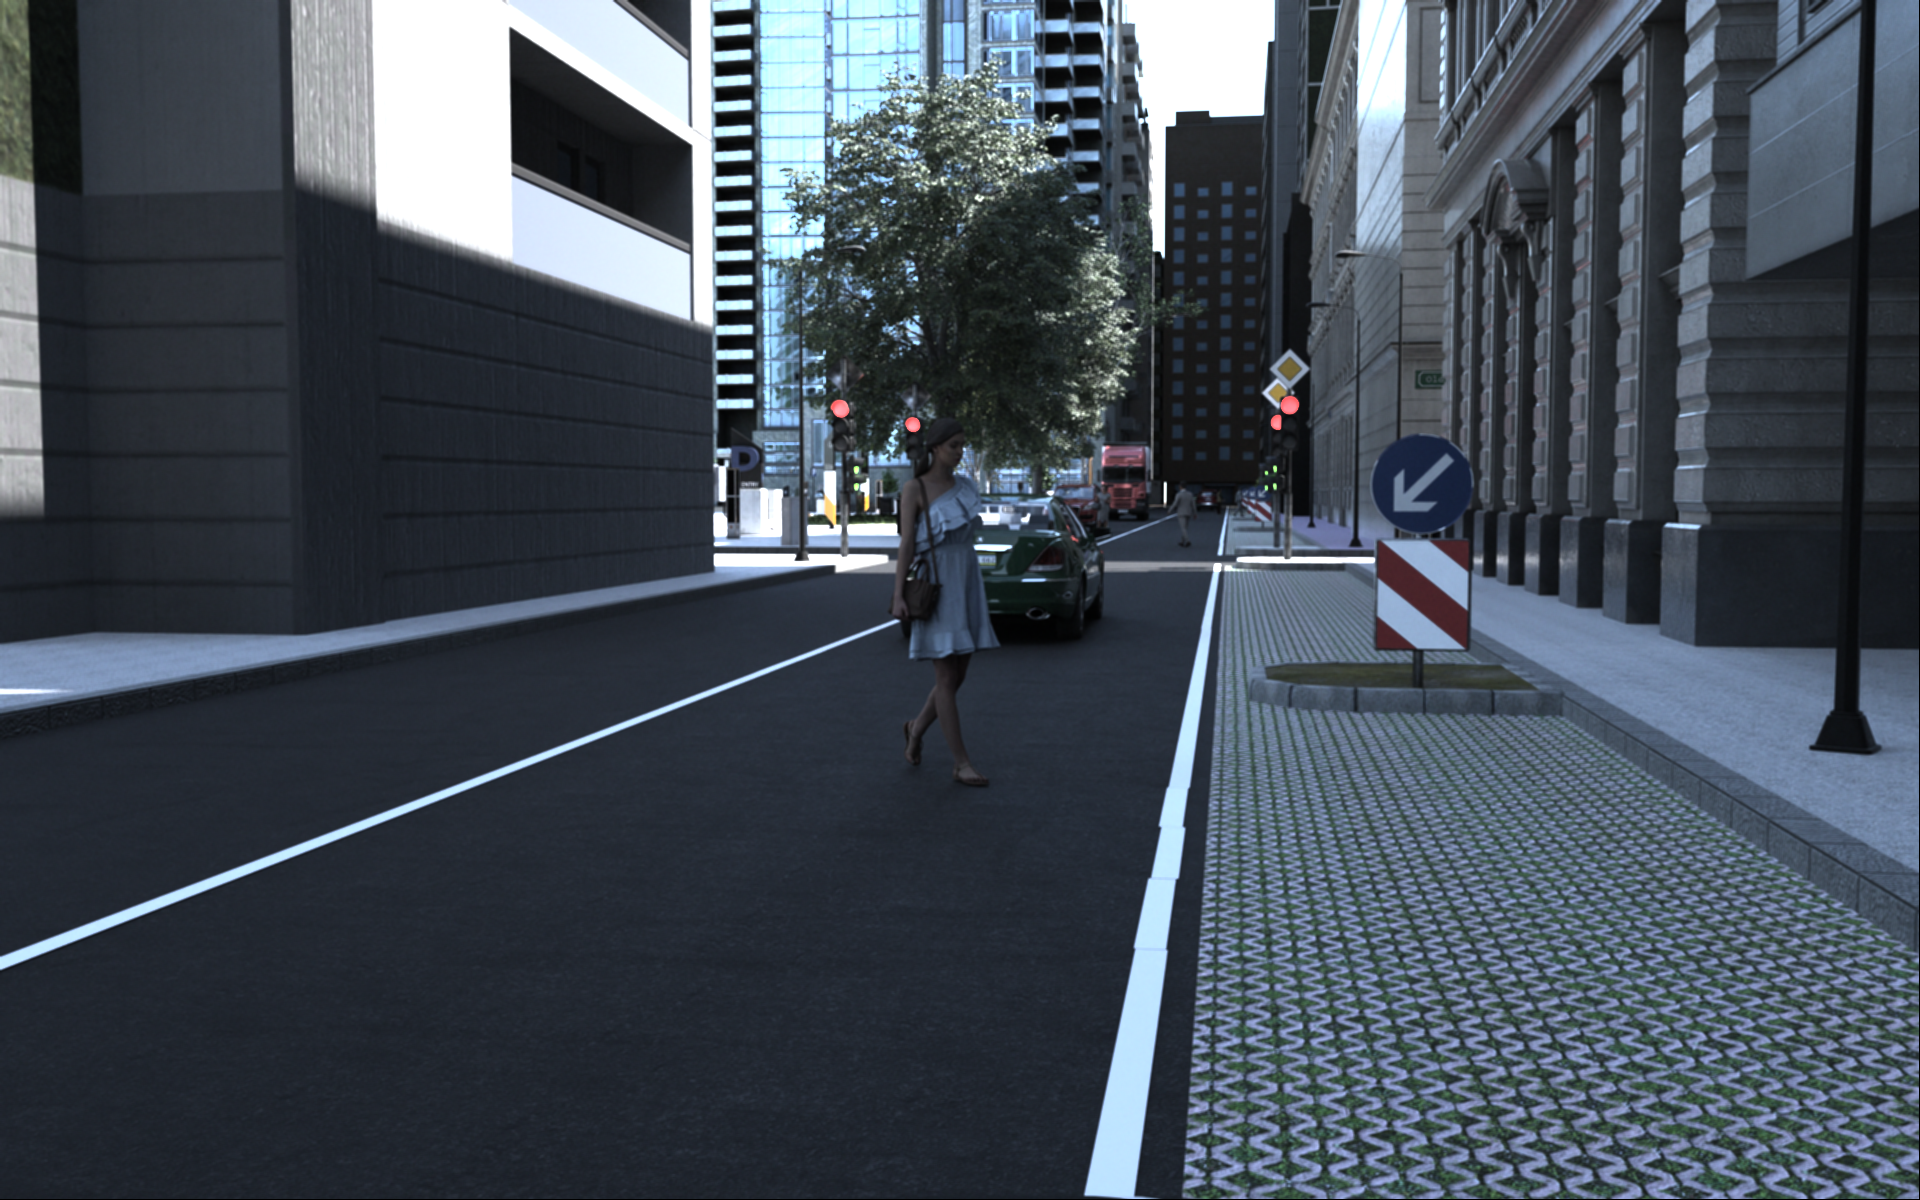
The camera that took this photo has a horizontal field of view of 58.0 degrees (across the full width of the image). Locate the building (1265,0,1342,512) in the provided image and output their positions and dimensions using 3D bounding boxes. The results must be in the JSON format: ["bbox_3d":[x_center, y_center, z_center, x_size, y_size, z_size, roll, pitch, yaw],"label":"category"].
[{"bbox_3d":[33.530,-42.190,128.057,20.563,71.187,20.611,1,4,9],"label":"building"}]

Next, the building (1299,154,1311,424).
[{"bbox_3d":[23.570,-15.431,88.455,11.583,22.565,21.152,1,4,9],"label":"building"}]

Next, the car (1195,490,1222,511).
[{"bbox_3d":[21.100,-8.468,147.117,2.281,1.827,5.304,1,4,8],"label":"car"}]

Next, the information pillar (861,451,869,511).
[{"bbox_3d":[-5.038,-6.111,91.270,0.504,3.616,0.183,-3,5,-41],"label":"information pillar"}]

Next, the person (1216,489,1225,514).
[{"bbox_3d":[18.437,-6.993,122.931,0.705,1.812,1.348,-1,4,-13],"label":"person"}]

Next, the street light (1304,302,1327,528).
[{"bbox_3d":[9.080,-4.248,41.994,1.470,5.913,1.316,1,4,9],"label":"street light"}]

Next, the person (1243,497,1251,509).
[{"bbox_3d":[24.374,-8.549,148.285,1.348,1.824,0.705,-3,4,-39],"label":"person"}]

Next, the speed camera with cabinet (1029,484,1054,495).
[{"bbox_3d":[4.880,-6.517,100.892,0.660,3.252,2.038,3,5,44],"label":"speed camera with cabinet"}]

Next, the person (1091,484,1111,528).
[{"bbox_3d":[4.857,-3.123,59.912,0.716,1.782,0.532,1,4,20],"label":"person"}]

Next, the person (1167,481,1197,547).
[{"bbox_3d":[6.097,-2.349,47.176,0.678,1.792,0.850,-2,4,-25],"label":"person"}]

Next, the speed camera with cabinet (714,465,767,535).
[{"bbox_3d":[-7.099,-3.663,54.233,2.038,3.252,0.660,1,4,12],"label":"speed camera with cabinet"}]

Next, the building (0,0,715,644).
[{"bbox_3d":[-18.572,-29.511,24.511,28.212,58.520,21.231,1,4,9],"label":"building"}]

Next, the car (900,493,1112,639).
[{"bbox_3d":[0.533,-0.420,18.659,2.131,1.459,4.920,1,4,9],"label":"car"}]

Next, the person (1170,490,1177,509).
[{"bbox_3d":[20.423,-9.512,164.037,1.348,1.821,0.705,2,4,33],"label":"person"}]

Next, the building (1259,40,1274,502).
[{"bbox_3d":[41.849,-33.860,177.316,21.300,48.544,21.600,1,4,9],"label":"building"}]

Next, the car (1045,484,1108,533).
[{"bbox_3d":[4.355,-3.428,64.717,2.281,1.827,5.304,1,4,11],"label":"car"}]

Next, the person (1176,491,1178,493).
[{"bbox_3d":[21.246,-9.875,170.671,0.721,1.736,1.217,1,4,8],"label":"person"}]

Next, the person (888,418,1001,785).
[{"bbox_3d":[-0.124,-0.008,8.720,0.616,1.811,0.778,-2,4,-35],"label":"person"}]

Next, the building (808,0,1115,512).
[{"bbox_3d":[1.210,-50.137,132.416,22.319,86.520,31.000,1,4,9],"label":"building"}]

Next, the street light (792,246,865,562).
[{"bbox_3d":[-2.465,-3.676,32.638,1.470,5.913,1.316,1,4,9],"label":"street light"}]

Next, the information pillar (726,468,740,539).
[{"bbox_3d":[-6.518,-2.768,49.744,0.304,2.012,0.304,1,4,16],"label":"information pillar"}]

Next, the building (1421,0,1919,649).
[{"bbox_3d":[12.330,-11.826,22.230,11.050,23.489,19.941,1,4,9],"label":"building"}]

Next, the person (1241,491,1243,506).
[{"bbox_3d":[26.945,-9.531,165.051,1.217,1.743,0.721,3,4,38],"label":"person"}]

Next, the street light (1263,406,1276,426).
[{"bbox_3d":[16.878,-7.262,91.279,1.470,5.913,1.316,1,4,9],"label":"street light"}]

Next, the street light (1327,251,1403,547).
[{"bbox_3d":[7.862,-3.709,33.182,1.470,5.913,1.316,1,4,9],"label":"street light"}]

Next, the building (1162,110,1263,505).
[{"bbox_3d":[31.459,-33.927,204.819,14.200,45.320,14.600,1,4,9],"label":"building"}]

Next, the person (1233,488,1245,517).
[{"bbox_3d":[17.500,-6.108,108.474,0.850,1.850,0.679,-1,4,-10],"label":"person"}]

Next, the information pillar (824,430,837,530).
[{"bbox_3d":[-4.709,-4.367,62.750,0.504,3.616,0.183,3,5,39],"label":"information pillar"}]

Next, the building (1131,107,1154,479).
[{"bbox_3d":[13.679,-30.733,186.080,14.086,41.232,14.154,1,4,9],"label":"building"}]

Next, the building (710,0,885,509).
[{"bbox_3d":[-23.380,-53.413,185.967,31.000,86.520,22.319,1,4,9],"label":"building"}]

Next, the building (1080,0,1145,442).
[{"bbox_3d":[5.821,-33.289,163.883,23.786,49.044,30.456,1,4,9],"label":"building"}]

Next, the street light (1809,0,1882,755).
[{"bbox_3d":[3.914,-2.206,8.610,1.470,5.913,1.316,1,4,9],"label":"street light"}]

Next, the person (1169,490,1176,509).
[{"bbox_3d":[20.737,-9.762,168.113,0.705,1.822,1.348,2,4,35],"label":"person"}]

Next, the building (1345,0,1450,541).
[{"bbox_3d":[32.811,-16.419,44.862,44.131,29.872,17.030,1,4,9],"label":"building"}]

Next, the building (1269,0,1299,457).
[{"bbox_3d":[38.123,-37.335,152.431,21.231,58.520,28.212,1,4,9],"label":"building"}]

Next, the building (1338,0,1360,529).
[{"bbox_3d":[20.092,-14.136,67.276,11.583,22.565,21.152,1,4,9],"label":"building"}]

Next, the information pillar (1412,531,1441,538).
[{"bbox_3d":[6.489,-1.198,24.077,0.304,2.012,0.304,3,5,45],"label":"information pillar"}]

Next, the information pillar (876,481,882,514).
[{"bbox_3d":[-4.383,-5.463,93.811,0.304,2.012,0.304,0,4,7],"label":"information pillar"}]

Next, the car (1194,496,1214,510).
[{"bbox_3d":[22.110,-9.078,157.213,1.959,1.807,4.718,1,4,10],"label":"car"}]

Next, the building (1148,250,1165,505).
[{"bbox_3d":[17.470,-26.650,207.420,14.107,30.474,14.160,1,4,9],"label":"building"}]

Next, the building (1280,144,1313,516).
[{"bbox_3d":[26.327,-16.942,106.683,12.332,23.373,15.834,1,4,9],"label":"building"}]

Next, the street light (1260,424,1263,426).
[{"bbox_3d":[20.669,-8.740,115.441,1.470,5.913,1.316,1,4,9],"label":"street light"}]
